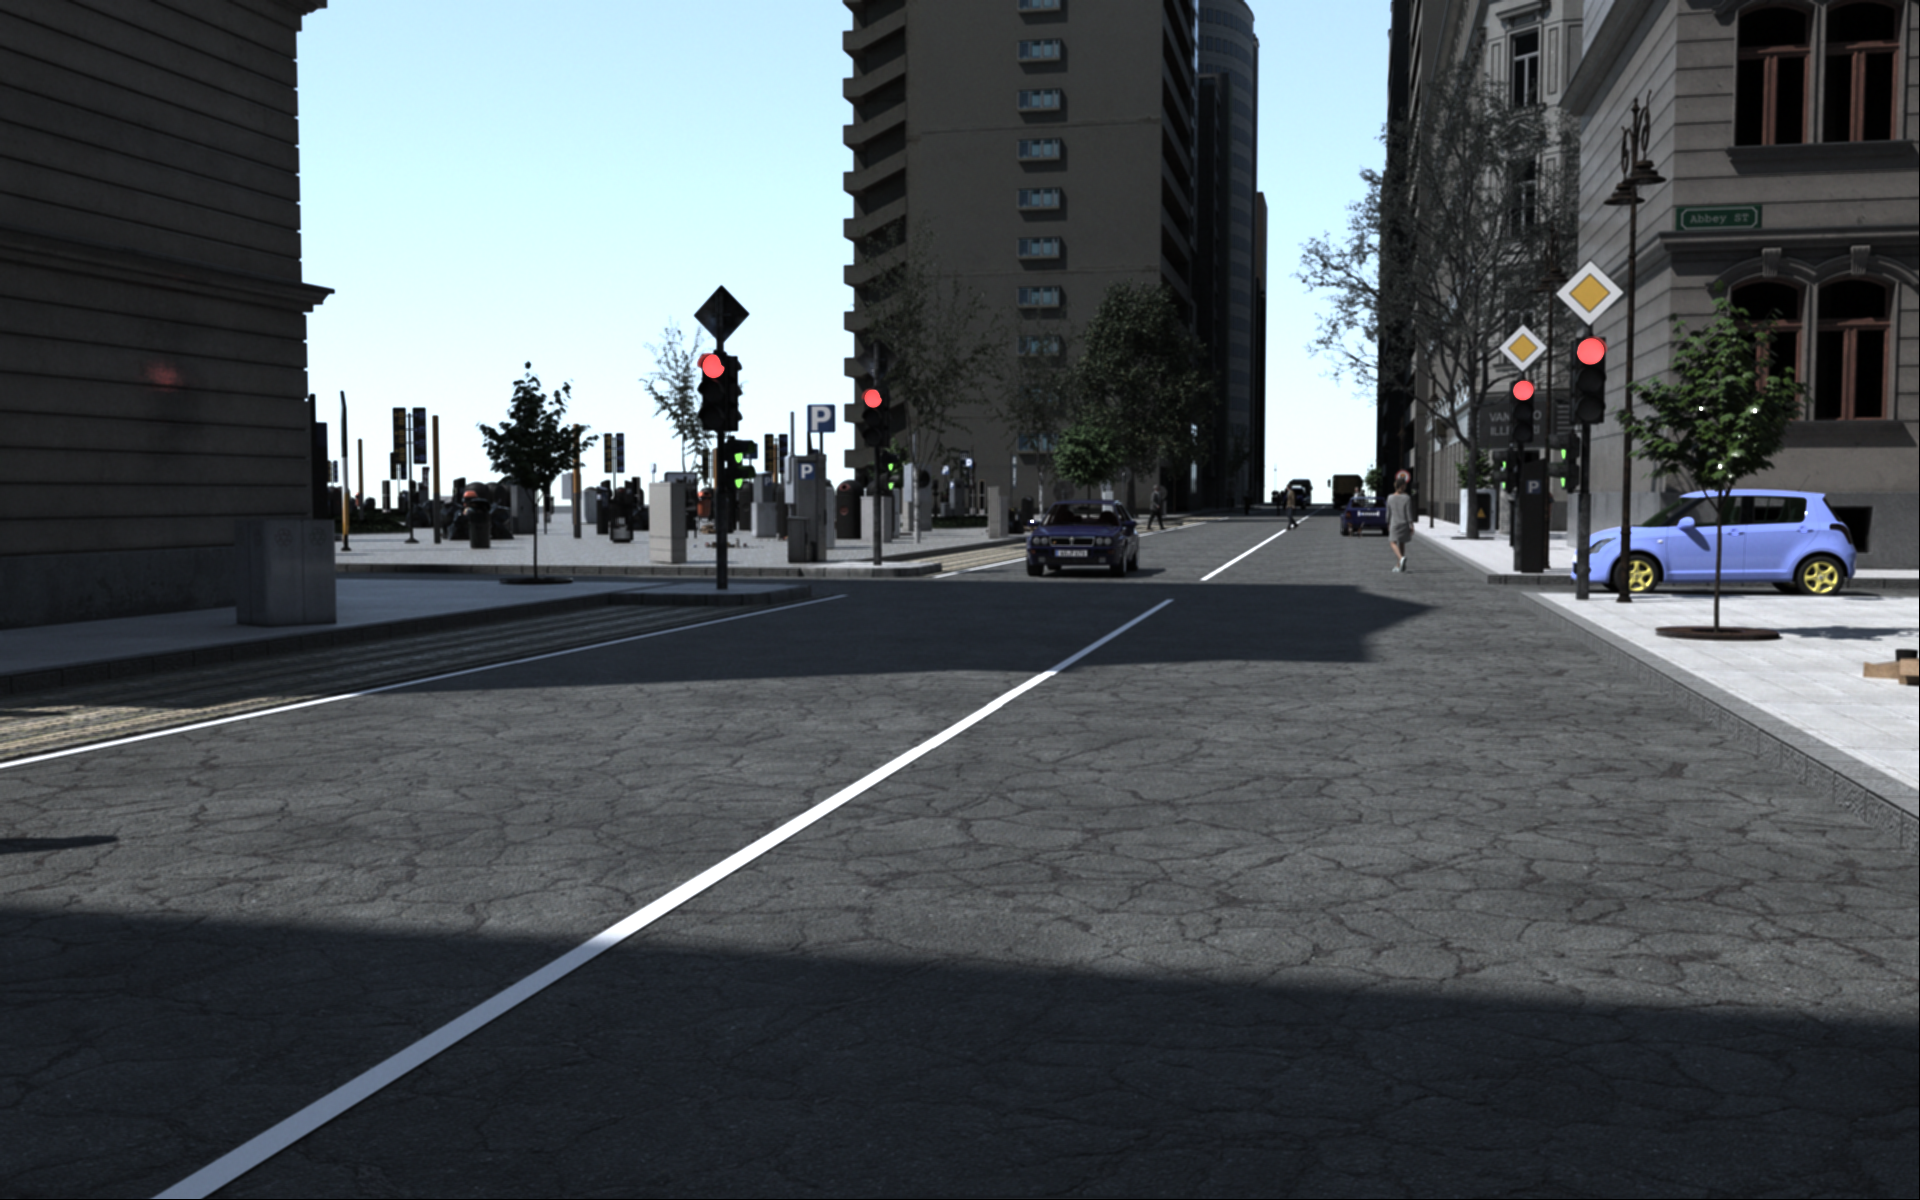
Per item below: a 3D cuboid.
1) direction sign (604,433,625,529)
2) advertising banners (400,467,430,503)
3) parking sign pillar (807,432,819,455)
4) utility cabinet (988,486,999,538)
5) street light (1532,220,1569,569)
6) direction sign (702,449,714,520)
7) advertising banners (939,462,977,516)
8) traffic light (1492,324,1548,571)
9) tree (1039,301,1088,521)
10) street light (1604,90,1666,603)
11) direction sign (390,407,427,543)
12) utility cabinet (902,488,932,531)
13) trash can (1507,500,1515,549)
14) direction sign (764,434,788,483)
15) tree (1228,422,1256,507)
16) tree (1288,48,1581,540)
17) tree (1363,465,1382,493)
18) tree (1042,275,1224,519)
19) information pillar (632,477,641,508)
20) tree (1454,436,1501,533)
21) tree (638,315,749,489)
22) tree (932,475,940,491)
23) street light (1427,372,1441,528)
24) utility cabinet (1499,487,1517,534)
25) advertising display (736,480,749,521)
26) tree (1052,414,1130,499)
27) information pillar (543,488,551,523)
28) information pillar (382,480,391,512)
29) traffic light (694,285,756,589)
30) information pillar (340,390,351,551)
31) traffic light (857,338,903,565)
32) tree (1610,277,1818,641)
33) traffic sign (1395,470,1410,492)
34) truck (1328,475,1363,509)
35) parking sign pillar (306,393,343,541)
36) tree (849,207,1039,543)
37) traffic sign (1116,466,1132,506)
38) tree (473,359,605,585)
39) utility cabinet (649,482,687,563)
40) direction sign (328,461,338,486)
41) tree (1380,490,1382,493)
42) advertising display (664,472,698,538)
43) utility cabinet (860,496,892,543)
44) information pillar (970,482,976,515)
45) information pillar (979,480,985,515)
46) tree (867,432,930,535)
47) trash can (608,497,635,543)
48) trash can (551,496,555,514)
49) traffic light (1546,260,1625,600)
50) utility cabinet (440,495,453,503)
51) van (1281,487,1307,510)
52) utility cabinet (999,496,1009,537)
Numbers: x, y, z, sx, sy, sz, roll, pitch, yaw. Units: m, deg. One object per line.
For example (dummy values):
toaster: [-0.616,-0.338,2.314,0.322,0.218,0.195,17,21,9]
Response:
direction sign: [-12.820,-4.420,64.271,0.876,3.537,0.379,2,4,24]
advertising banners: [-34.654,-6.964,110.050,2.074,3.025,0.090,-3,4,-39]
parking sign pillar: [-6.352,-5.288,74.930,1.447,3.967,1.447,0,4,0]
utility cabinet: [0.965,-2.553,50.417,0.318,1.500,1.173,0,4,-1]
street light: [10.051,-3.473,29.564,0.468,5.910,1.993,1,4,12]
direction sign: [-12.469,-5.792,86.698,0.876,3.537,0.379,-1,4,-23]
advertising banners: [-0.112,-6.094,95.828,2.074,3.025,0.090,0,4,-7]
traffic light: [9.283,-2.436,28.745,0.839,4.253,0.868,1,4,12]
tree: [2.809,-6.887,62.957,4.360,8.622,3.978,0,3,0]
street light: [7.880,-2.910,20.368,0.468,5.910,1.993,1,4,12]
direction sign: [-14.380,-3.261,45.321,0.876,3.537,0.379,0,4,3]
utility cabinet: [-1.450,-3.078,59.007,0.318,1.500,1.173,3,5,41]
trash can: [13.112,-1.751,40.283,0.748,1.137,0.748,0,3,0]
direction sign: [-6.908,-4.476,65.179,0.876,3.537,0.379,0,4,-5]
tree: [27.677,-13.717,174.635,4.737,8.622,4.395,0,3,0]
tree: [14.406,-8.464,48.763,12.009,13.543,11.850,0,3,0]
tree: [45.661,-12.589,189.540,4.285,4.588,4.351,0,3,0]
tree: [9.060,-10.626,90.735,9.611,12.733,9.660,0,3,0]
information pillar: [-13.746,-4.222,73.520,0.304,2.012,0.304,0,4,7]
tree: [17.238,-3.846,57.488,1.663,3.219,1.824,0,3,0]
tree: [-11.205,-7.444,72.076,4.360,8.622,3.978,0,3,0]
tree: [-2.149,-6.042,93.386,1.663,3.219,1.824,0,3,0]
street light: [17.926,-5.679,65.634,0.468,5.910,1.993,1,4,12]
utility cabinet: [17.409,-2.778,54.093,0.318,1.500,1.173,-2,4,-34]
advertising display: [-10.367,-4.680,81.727,0.974,1.923,0.123,-3,5,-44]
tree: [5.294,-5.348,71.157,4.285,4.588,4.351,0,3,0]
information pillar: [-18.632,-4.504,78.133,0.304,2.012,0.304,-1,4,-17]
information pillar: [-30.531,-5.363,92.176,0.304,2.012,0.304,2,4,35]
traffic light: [-3.202,-2.104,23.314,0.839,4.253,0.868,1,4,12]
information pillar: [-13.870,-2.917,39.044,0.183,3.616,0.504,-2,4,-26]
traffic light: [-1.470,-2.580,31.110,0.839,4.253,0.868,1,4,12]
tree: [6.711,-1.285,15.608,1.663,3.219,1.824,0,3,0]
traffic sign: [23.080,-5.517,90.306,0.768,2.556,0.104,1,4,22]
truck: [38.042,-10.679,170.527,3.469,3.379,9.791,1,4,11]
parking sign pillar: [-17.600,-3.587,47.114,1.447,3.967,1.447,-2,4,-35]
tree: [-0.966,-5.764,44.599,4.360,8.622,3.978,0,3,0]
traffic sign: [7.505,-4.852,79.442,0.768,2.556,0.104,1,4,19]
tree: [-6.261,-1.861,25.026,1.663,3.219,1.824,0,3,0]
utility cabinet: [-5.441,-1.443,32.268,0.318,1.500,1.173,-2,4,-30]
direction sign: [-42.370,-7.643,116.966,0.876,3.537,0.379,1,4,17]
tree: [47.257,-12.130,192.924,1.663,3.219,1.824,0,3,0]
advertising display: [-8.113,-2.763,50.387,0.974,1.923,0.123,-2,4,-27]
utility cabinet: [-2.202,-2.113,45.704,0.306,1.237,1.020,-3,5,-40]
information pillar: [0.754,-5.999,102.576,0.304,2.012,0.304,2,4,33]
information pillar: [1.189,-5.412,92.975,0.304,2.012,0.304,0,4,5]
tree: [-2.153,-3.652,54.304,1.663,3.219,1.824,0,3,0]
trash can: [-8.932,-2.082,45.698,0.748,1.137,0.748,0,3,0]
trash can: [-26.054,-6.001,109.777,0.748,1.137,0.748,0,3,0]
traffic light: [7.551,-1.959,20.950,0.839,4.253,0.868,1,4,12]
utility cabinet: [-22.690,-4.007,76.676,1.020,1.237,0.306,2,4,29]
van: [30.956,-9.530,160.203,2.240,2.365,5.245,1,4,14]
utility cabinet: [1.189,-2.513,52.245,0.306,1.237,1.020,-1,4,-16]
